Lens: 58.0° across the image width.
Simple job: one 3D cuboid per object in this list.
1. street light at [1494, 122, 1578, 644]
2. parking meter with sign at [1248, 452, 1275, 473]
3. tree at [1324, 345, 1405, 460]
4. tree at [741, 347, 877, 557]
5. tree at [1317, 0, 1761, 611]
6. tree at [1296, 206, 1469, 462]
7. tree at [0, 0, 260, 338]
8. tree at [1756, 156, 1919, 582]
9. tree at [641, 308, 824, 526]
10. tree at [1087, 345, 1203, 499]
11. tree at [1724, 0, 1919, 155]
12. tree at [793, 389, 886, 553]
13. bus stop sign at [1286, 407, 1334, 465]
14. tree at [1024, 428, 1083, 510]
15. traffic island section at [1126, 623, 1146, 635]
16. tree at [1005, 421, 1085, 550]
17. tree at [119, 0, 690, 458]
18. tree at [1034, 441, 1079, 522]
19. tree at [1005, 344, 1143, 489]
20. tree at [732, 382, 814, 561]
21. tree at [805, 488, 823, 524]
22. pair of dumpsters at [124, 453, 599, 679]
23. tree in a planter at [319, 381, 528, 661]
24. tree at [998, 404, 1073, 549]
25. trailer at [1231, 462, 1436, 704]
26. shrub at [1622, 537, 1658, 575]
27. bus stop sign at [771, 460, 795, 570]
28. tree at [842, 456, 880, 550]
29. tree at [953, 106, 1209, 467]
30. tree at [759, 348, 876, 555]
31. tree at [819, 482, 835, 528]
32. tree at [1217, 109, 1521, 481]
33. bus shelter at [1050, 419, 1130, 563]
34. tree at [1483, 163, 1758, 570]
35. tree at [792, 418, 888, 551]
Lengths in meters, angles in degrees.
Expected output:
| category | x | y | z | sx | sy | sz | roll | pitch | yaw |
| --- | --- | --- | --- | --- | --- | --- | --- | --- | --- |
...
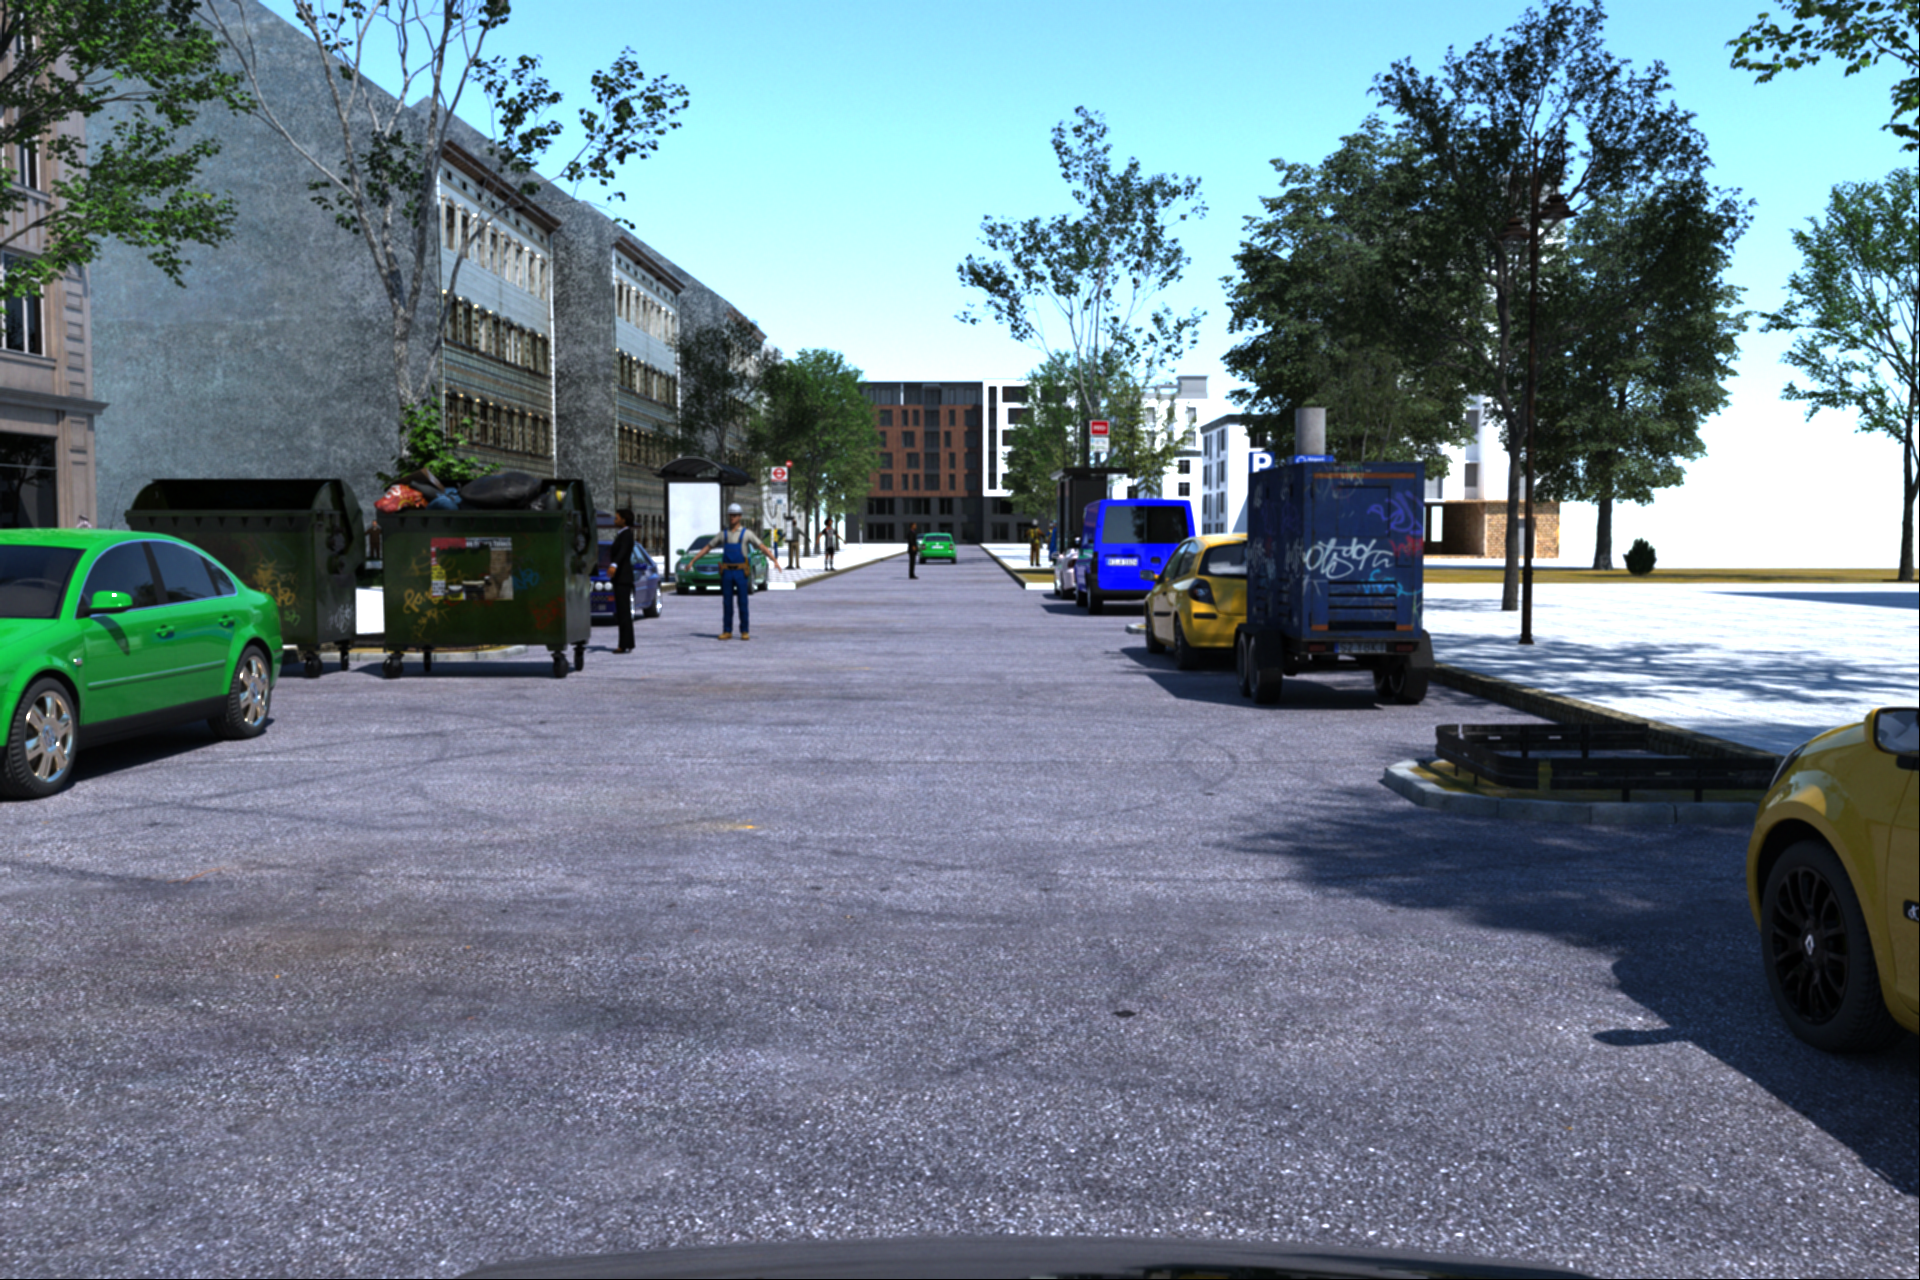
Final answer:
| category | x | y | z | sx | sy | sz | roll | pitch | yaw |
| --- | --- | --- | --- | --- | --- | --- | --- | --- | --- |
| street light | 6.606 | -2.889 | 20.029 | 0.468 | 5.910 | 1.993 | 0 | 3 | 0 |
| parking meter with sign | 6.376 | -2.423 | 35.872 | 0.543 | 3.016 | 1.738 | 0 | 3 | 0 |
| tree | 14.422 | -6.785 | 61.297 | 4.360 | 8.622 | 3.978 | 0 | 3 | 0 |
| tree | -8.276 | -10.363 | 95.187 | 9.928 | 11.665 | 9.643 | 0 | 3 | 0 |
| tree | 9.528 | -5.772 | 28.792 | 7.601 | 10.594 | 8.767 | -2 | 4 | -25 |
| tree | 9.303 | -5.445 | 39.392 | 4.360 | 8.622 | 3.978 | 0 | 3 | 0 |
| tree | -12.449 | -5.801 | 20.603 | 9.928 | 11.665 | 9.643 | 0 | 3 | 0 |
| tree | 25.697 | -7.376 | 46.348 | 9.928 | 11.665 | 9.643 | 0 | 3 | 0 |
| tree | -9.153 | -8.330 | 70.611 | 8.767 | 10.594 | 7.601 | 2 | 4 | 24 |
| tree | 7.144 | -7.208 | 68.217 | 4.737 | 8.622 | 4.395 | 0 | 3 | 0 |
| tree | 8.769 | -5.320 | 12.739 | 9.928 | 11.665 | 9.643 | 0 | 3 | 0 |
| tree | -8.729 | -11.706 | 117.147 | 9.928 | 11.665 | 9.643 | 0 | 3 | 0 |
| bus stop sign | 7.336 | -2.895 | 36.349 | 0.837 | 3.901 | 0.837 | 0 | 3 | 0 |
| tree | 6.486 | -9.996 | 113.792 | 4.737 | 8.622 | 4.395 | 0 | 3 | 0 |
| traffic island section | 3.448 | -0.149 | 25.300 | 1.991 | 0.108 | 1.994 | 0 | 4 | 0 |
| tree | 7.292 | -12.416 | 137.421 | 8.767 | 10.594 | 7.601 | 3 | 5 | 45 |
| tree | -11.589 | -10.964 | 35.151 | 12.611 | 20.169 | 13.585 | 0 | 3 | 0 |
| tree | 6.816 | -10.801 | 126.966 | 4.360 | 8.622 | 3.978 | 0 | 3 | 0 |
| tree | 6.278 | -10.363 | 95.186 | 9.928 | 11.665 | 9.643 | 0 | 3 | 0 |
| tree | -8.910 | -8.041 | 81.829 | 4.360 | 8.622 | 3.978 | 0 | 3 | 0 |
| tree | -22.214 | -19.464 | 236.364 | 7.486 | 12.596 | 7.792 | 0 | 3 | 0 |
| pair of dumpsters | -5.999 | -0.771 | 17.563 | 4.436 | 2.255 | 1.574 | 0 | 4 | 1 |
| tree in a planter | -6.221 | -1.416 | 20.378 | 1.991 | 3.239 | 1.994 | 0 | 4 | 1 |
| tree | 6.737 | -14.271 | 151.455 | 7.486 | 12.596 | 7.792 | 0 | 3 | 0 |
| trailer | 3.187 | -0.525 | 15.632 | 1.471 | 1.999 | 3.904 | 0 | 3 | 0 |
| shrub | 21.152 | -2.615 | 53.870 | 1.383 | 1.207 | 1.383 | 0 | 3 | 0 |
| bus stop sign | -6.397 | -4.528 | 62.740 | 0.855 | 3.939 | 0.416 | 0 | 4 | 1 |
| tree | -7.926 | -11.717 | 141.930 | 4.360 | 8.622 | 3.978 | 0 | 3 | 0 |
| tree | 5.380 | -13.691 | 79.730 | 12.611 | 20.169 | 13.585 | 0 | 3 | 0 |
| tree | -9.142 | -11.501 | 106.166 | 7.486 | 12.596 | 7.792 | 0 | 3 | 0 |
| tree | -17.728 | -17.911 | 243.199 | 4.360 | 8.622 | 3.978 | 0 | 3 | 0 |
| tree | 12.035 | -8.891 | 52.019 | 9.857 | 13.997 | 8.962 | 0 | 3 | 0 |
| bus shelter | 4.219 | -4.939 | 58.386 | 2.179 | 5.291 | 8.768 | 0 | 4 | -1 |
| tree | 22.843 | -9.457 | 61.276 | 9.857 | 13.997 | 8.962 | 0 | 3 | 0 |
| tree | -9.173 | -12.428 | 128.953 | 9.928 | 11.665 | 9.643 | 0 | 3 | 0 |
